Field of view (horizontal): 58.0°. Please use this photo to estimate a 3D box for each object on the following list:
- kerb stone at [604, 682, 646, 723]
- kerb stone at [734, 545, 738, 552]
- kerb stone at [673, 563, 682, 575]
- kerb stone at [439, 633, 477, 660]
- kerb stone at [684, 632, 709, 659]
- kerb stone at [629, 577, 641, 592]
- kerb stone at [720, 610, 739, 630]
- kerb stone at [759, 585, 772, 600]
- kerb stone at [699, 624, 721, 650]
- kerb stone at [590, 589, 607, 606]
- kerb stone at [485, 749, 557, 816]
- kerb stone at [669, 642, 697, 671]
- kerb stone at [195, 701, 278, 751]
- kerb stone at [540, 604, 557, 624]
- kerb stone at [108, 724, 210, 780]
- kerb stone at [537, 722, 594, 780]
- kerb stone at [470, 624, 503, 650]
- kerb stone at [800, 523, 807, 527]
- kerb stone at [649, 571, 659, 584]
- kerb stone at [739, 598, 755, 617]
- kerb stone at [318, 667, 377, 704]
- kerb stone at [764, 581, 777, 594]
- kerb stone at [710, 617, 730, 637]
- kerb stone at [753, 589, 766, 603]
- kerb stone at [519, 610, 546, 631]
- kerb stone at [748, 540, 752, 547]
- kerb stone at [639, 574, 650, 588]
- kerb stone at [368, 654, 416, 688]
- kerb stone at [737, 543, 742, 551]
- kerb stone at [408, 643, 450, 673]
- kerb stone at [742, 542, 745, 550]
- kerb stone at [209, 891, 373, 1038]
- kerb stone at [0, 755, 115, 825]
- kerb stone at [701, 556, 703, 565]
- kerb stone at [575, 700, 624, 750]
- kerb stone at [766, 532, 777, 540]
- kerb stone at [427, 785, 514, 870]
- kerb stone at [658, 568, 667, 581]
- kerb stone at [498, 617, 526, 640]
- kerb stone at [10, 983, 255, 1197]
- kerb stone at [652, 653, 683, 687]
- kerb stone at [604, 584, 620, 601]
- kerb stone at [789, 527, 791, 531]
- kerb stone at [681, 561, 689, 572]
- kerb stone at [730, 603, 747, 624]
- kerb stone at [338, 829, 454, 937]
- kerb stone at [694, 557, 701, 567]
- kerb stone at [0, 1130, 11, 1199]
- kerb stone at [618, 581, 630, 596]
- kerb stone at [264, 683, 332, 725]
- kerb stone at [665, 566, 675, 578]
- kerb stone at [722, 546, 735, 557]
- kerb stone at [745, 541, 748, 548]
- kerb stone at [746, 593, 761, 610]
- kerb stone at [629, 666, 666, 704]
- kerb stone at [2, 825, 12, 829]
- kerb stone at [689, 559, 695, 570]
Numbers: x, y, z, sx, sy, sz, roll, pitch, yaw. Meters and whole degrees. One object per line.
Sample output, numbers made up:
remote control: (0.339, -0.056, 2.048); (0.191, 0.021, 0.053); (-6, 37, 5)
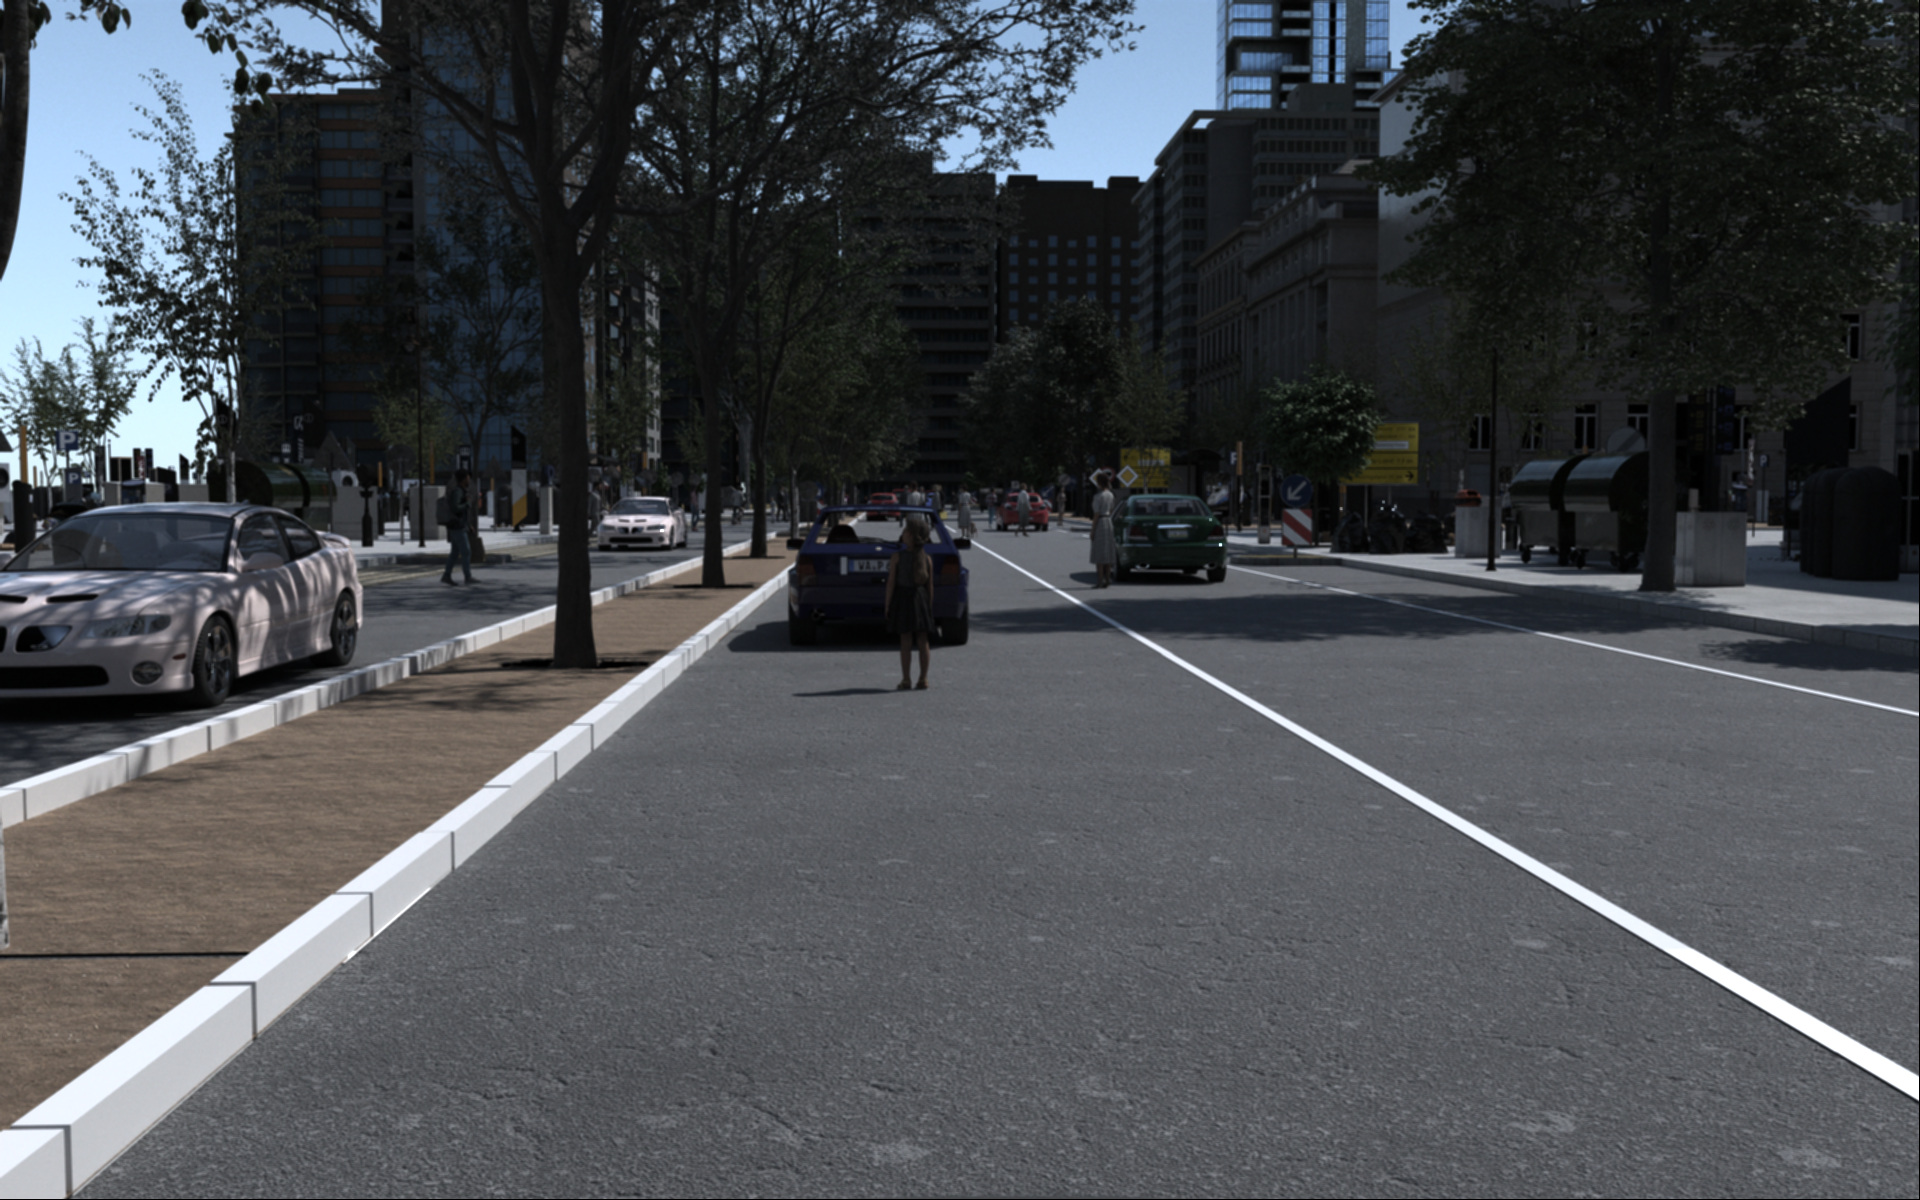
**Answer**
kerb stone: (-2.175, 0.673, 11.192); (0.120, 0.150, 1.000); (0, 4, -2)
kerb stone: (-5.525, -1.201, 41.834); (0.120, 0.150, 1.000); (0, 4, -2)
kerb stone: (-5.066, -0.512, 30.565); (0.120, 0.150, 1.000); (0, 4, -2)
kerb stone: (-4.448, 0.426, 15.224); (0.120, 0.150, 1.000); (0, 4, -2)
kerb stone: (-2.345, 0.423, 15.277); (0.120, 0.150, 1.000); (0, 4, -2)
kerb stone: (-4.864, -0.194, 25.455); (0.120, 0.150, 1.000); (0, 4, -2)
kerb stone: (-2.471, 0.238, 18.357); (0.120, 0.150, 1.000); (0, 4, -2)
kerb stone: (-2.676, -0.074, 23.486); (0.120, 0.150, 1.000); (0, 4, -2)
kerb stone: (-2.382, 0.361, 16.298); (0.120, 0.150, 1.000); (0, 4, -2)
kerb stone: (-4.735, -0.012, 22.385); (0.120, 0.150, 1.000); (0, 4, -2)
kerb stone: (-2.057, 0.861, 8.120); (0.120, 0.150, 1.000); (0, 4, -2)
kerb stone: (-2.305, 0.488, 14.255); (0.120, 0.150, 1.000); (0, 4, -2)
kerb stone: (-4.233, 0.741, 10.099); (0.120, 0.150, 1.000); (0, 4, -2)
kerb stone: (-4.608, 0.176, 19.320); (0.120, 0.150, 1.000); (0, 4, -2)
kerb stone: (-4.203, 0.802, 9.077); (0.120, 0.150, 1.000); (0, 4, -2)
kerb stone: (-2.094, 0.801, 9.148); (0.120, 0.150, 1.000); (0, 4, -2)
kerb stone: (-4.488, 0.365, 16.248); (0.120, 0.150, 1.000); (0, 4, -2)
kerb stone: (-6.965, -3.366, 77.235); (0.120, 0.150, 1.000); (0, 4, -2)
kerb stone: (-4.946, -0.324, 27.501); (0.120, 0.150, 1.000); (0, 4, -2)
kerb stone: (-2.551, 0.109, 20.407); (0.120, 0.150, 1.000); (0, 4, -2)
kerb stone: (-4.320, 0.615, 12.146); (0.120, 0.150, 1.000); (0, 4, -2)
kerb stone: (-2.723, -0.140, 24.507); (0.120, 0.150, 1.000); (0, 4, -2)
kerb stone: (-2.433, 0.305, 17.328); (0.120, 0.150, 1.000); (0, 4, -2)
kerb stone: (-2.641, -0.011, 22.457); (0.120, 0.150, 1.000); (0, 4, -2)
kerb stone: (-4.565, 0.238, 18.299); (0.120, 0.150, 1.000); (0, 4, -2)
kerb stone: (-5.690, -1.452, 45.931); (0.120, 0.150, 1.000); (0, 4, -2)
kerb stone: (-4.906, -0.262, 26.480); (0.120, 0.150, 1.000); (0, 4, -2)
kerb stone: (-4.353, 0.552, 13.174); (0.120, 0.150, 1.000); (0, 4, -2)
kerb stone: (-5.571, -1.261, 42.867); (0.120, 0.150, 1.000); (0, 4, -2)
kerb stone: (-4.395, 0.491, 14.200); (0.120, 0.150, 1.000); (0, 4, -2)
kerb stone: (-5.606, -1.326, 43.888); (0.120, 0.150, 1.000); (0, 4, -2)
kerb stone: (-1.933, 1.048, 5.057); (0.120, 0.150, 1.000); (0, 4, -2)
kerb stone: (-4.157, 0.867, 8.057); (0.120, 0.150, 1.000); (0, 4, -2)
kerb stone: (-5.241, -0.760, 34.665); (0.120, 0.150, 1.000); (0, 4, -2)
kerb stone: (-2.128, 0.736, 10.169); (0.120, 0.150, 1.000); (0, 4, -2)
kerb stone: (-6.107, -2.076, 56.162); (0.120, 0.150, 1.000); (0, 4, -2)
kerb stone: (-2.008, 0.927, 7.100); (0.120, 0.150, 1.000); (0, 4, -2)
kerb stone: (-4.992, -0.387, 28.522); (0.120, 0.150, 1.000); (0, 4, -2)
kerb stone: (-4.524, 0.301, 17.277); (0.120, 0.150, 1.000); (0, 4, -2)
kerb stone: (-1.889, 1.111, 4.023); (0.120, 0.150, 1.000); (0, 4, -2)
kerb stone: (-2.259, 0.549, 13.234); (0.120, 0.150, 1.000); (0, 4, -2)
kerb stone: (-4.772, -0.074, 23.406); (0.120, 0.150, 1.000); (0, 4, -2)
kerb stone: (-6.629, -2.865, 69.031); (0.120, 0.150, 1.000); (0, 4, -2)
kerb stone: (-5.108, -0.575, 31.591); (0.120, 0.150, 1.000); (0, 4, -2)
kerb stone: (-2.509, 0.174, 19.381); (0.120, 0.150, 1.000); (0, 4, -2)
kerb stone: (-1.972, 0.986, 6.078); (0.120, 0.150, 1.000); (0, 4, -2)
kerb stone: (-5.194, -0.698, 33.644); (0.120, 0.150, 1.000); (0, 4, -2)
kerb stone: (-1.850, 1.174, 3.002); (0.120, 0.150, 1.000); (0, 4, -2)
kerb stone: (-4.824, -0.134, 24.430); (0.120, 0.150, 1.000); (0, 4, -2)
kerb stone: (-4.277, 0.677, 11.125); (0.120, 0.150, 1.000); (0, 4, -2)
kerb stone: (-5.022, -0.449, 29.544); (0.120, 0.150, 1.000); (0, 4, -2)
kerb stone: (-5.478, -1.139, 40.814); (0.120, 0.150, 1.000); (0, 4, -2)
kerb stone: (-5.655, -1.389, 44.909); (0.120, 0.150, 1.000); (0, 4, -2)
kerb stone: (-2.596, 0.049, 21.436); (0.120, 0.150, 1.000); (0, 4, -2)
kerb stone: (-2.219, 0.611, 12.213); (0.120, 0.150, 1.000); (0, 4, -2)
kerb stone: (-4.113, 0.928, 7.032); (0.120, 0.150, 1.000); (0, 4, -2)
kerb stone: (-5.154, -0.637, 32.612); (0.120, 0.150, 1.000); (0, 4, -2)
